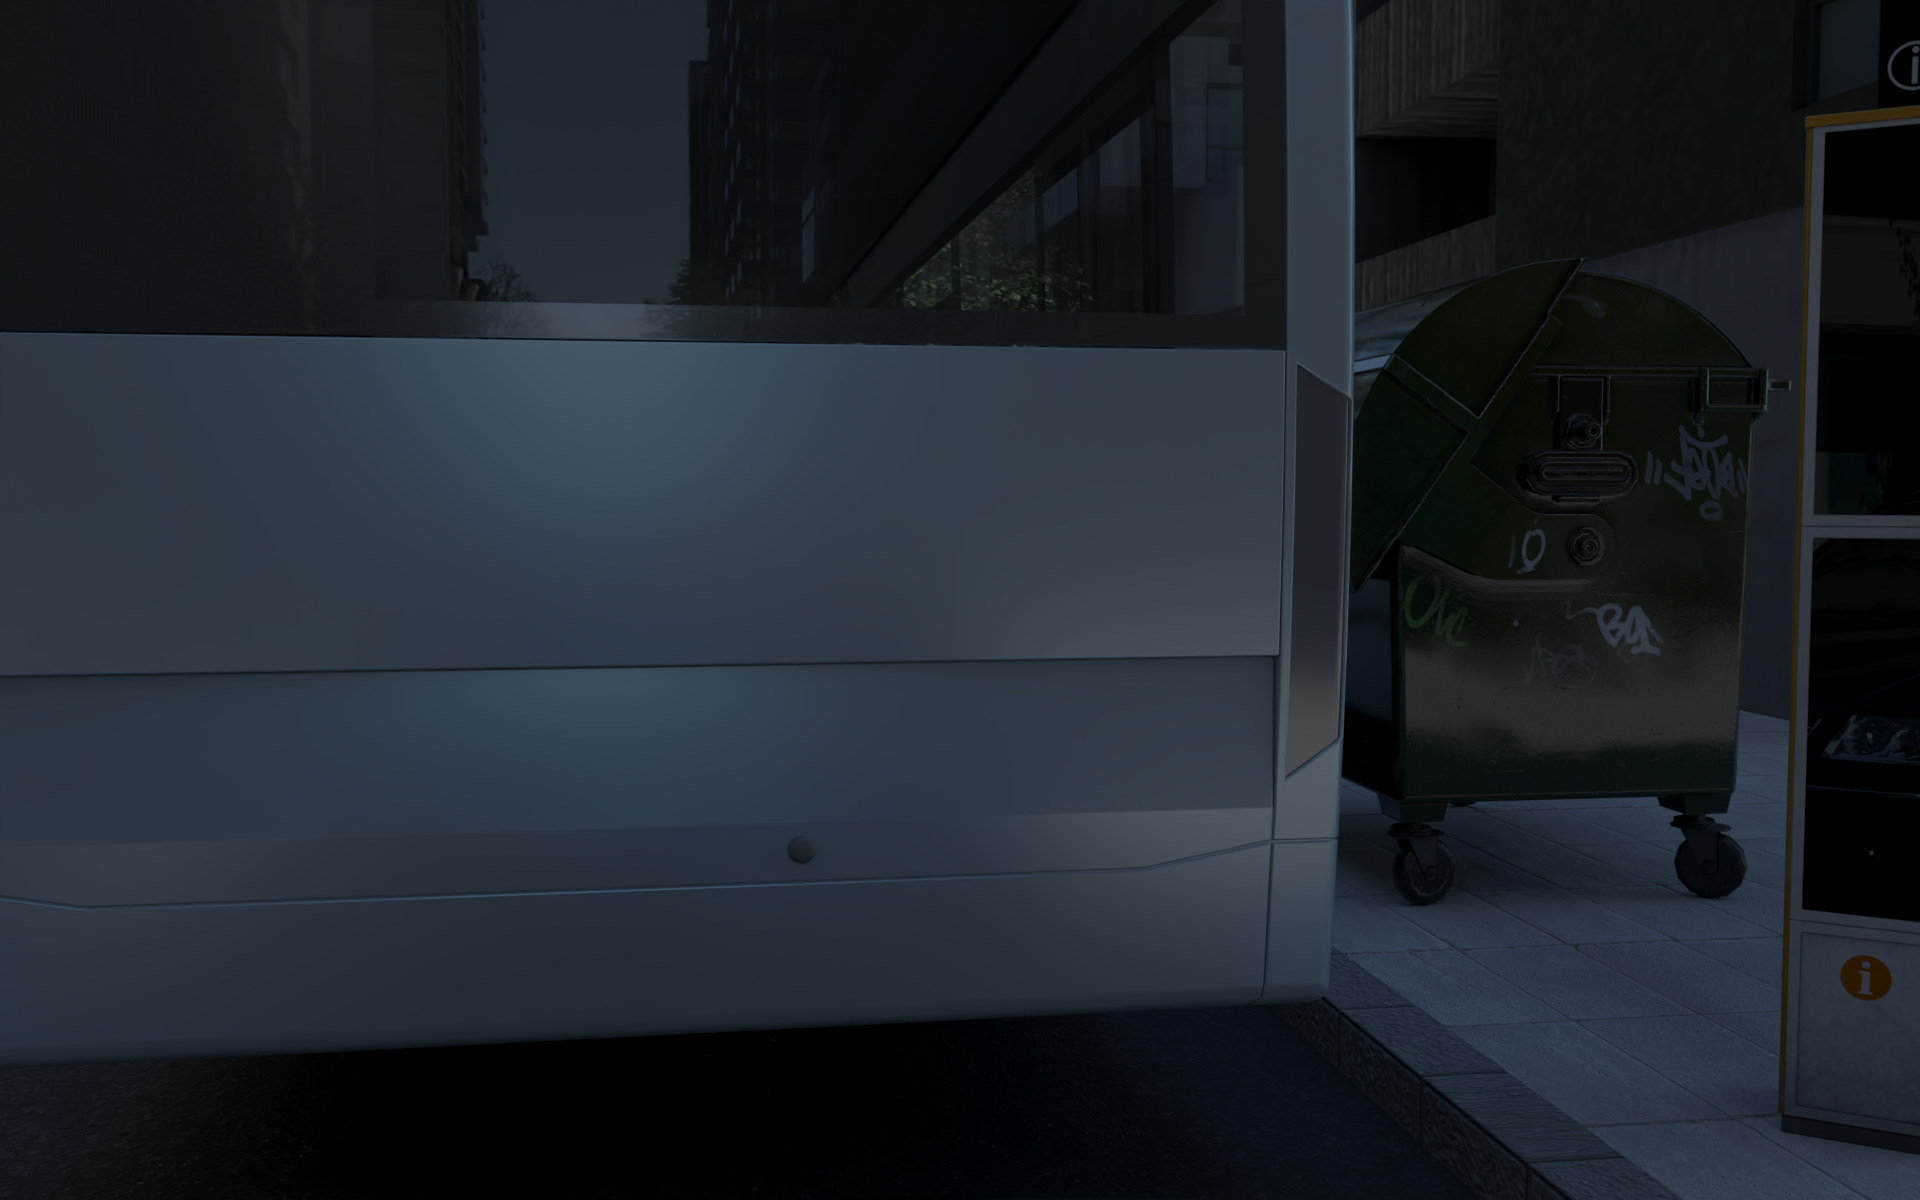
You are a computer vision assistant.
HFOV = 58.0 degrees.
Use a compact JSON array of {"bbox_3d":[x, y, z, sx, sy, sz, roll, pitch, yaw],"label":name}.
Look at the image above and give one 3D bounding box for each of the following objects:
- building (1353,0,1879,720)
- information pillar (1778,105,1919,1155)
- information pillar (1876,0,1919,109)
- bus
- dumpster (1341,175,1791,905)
[{"bbox_3d":[10.785,-14.927,15.752,14.160,30.474,14.107,-1,4,-8],"label":"building"},{"bbox_3d":[1.845,0.062,3.473,0.304,2.012,0.304,2,4,30],"label":"information pillar"},{"bbox_3d":[4.056,-0.973,7.266,0.504,3.616,0.183,2,4,25],"label":"information pillar"},{"bbox_3d":[-1.644,-0.891,9.429,2.948,3.499,13.247,-1,4,-10],"label":"bus"},{"bbox_3d":[1.743,-0.225,6.180,1.502,2.255,1.985,-1,4,-8],"label":"dumpster"}]
